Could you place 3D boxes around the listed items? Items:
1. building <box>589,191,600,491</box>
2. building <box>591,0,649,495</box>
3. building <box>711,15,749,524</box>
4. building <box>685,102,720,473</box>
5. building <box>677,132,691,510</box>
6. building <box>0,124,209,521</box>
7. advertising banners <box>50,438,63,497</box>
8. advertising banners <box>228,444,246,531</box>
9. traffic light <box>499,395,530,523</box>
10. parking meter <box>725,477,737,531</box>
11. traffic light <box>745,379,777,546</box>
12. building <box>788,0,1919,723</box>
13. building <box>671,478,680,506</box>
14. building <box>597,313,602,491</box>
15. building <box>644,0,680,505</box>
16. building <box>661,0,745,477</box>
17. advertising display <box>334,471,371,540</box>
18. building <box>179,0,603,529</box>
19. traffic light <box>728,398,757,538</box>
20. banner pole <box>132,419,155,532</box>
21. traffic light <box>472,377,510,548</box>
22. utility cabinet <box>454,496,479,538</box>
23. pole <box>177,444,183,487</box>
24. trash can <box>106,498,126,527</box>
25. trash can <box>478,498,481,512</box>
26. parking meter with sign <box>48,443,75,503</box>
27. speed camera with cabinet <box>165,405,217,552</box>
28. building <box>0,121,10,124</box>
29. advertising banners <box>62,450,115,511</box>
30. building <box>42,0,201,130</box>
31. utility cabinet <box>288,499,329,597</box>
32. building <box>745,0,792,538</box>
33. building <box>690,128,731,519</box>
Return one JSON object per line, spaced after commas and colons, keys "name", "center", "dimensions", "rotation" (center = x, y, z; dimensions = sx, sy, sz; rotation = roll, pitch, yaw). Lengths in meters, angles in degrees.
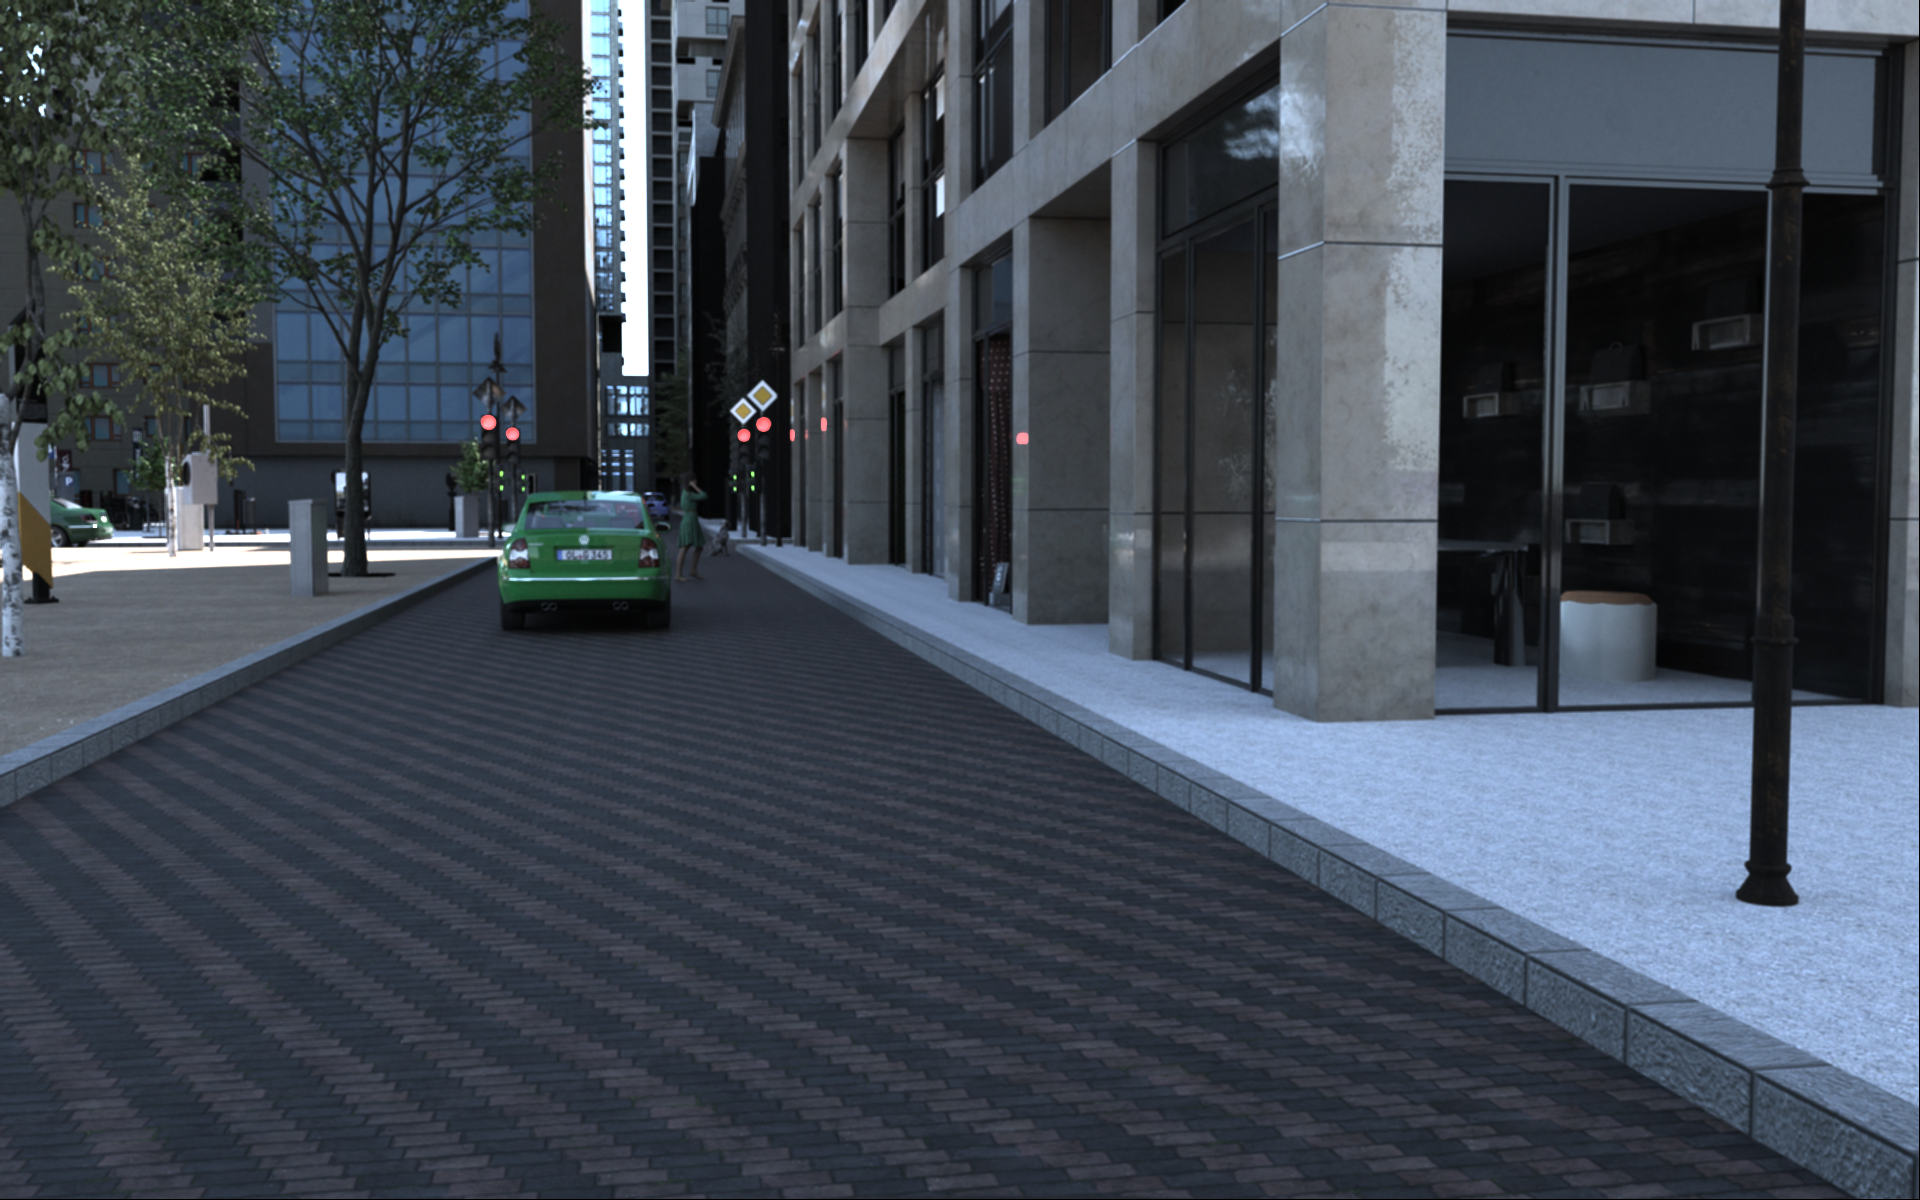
{"name": "building", "center": [-40.234, -23.580, 157.238], "dimensions": [14.160, 30.474, 14.107], "rotation": [-1, 4, -10]}
{"name": "building", "center": [-54.258, -54.988, 211.731], "dimensions": [31.000, 86.520, 22.319], "rotation": [-1, 4, -10]}
{"name": "building", "center": [-5.367, -15.322, 79.401], "dimensions": [11.050, 23.489, 19.941], "rotation": [-1, 4, -10]}
{"name": "building", "center": [-11.864, -18.198, 115.558], "dimensions": [12.078, 24.808, 19.932], "rotation": [-1, 4, -10]}
{"name": "building", "center": [-16.089, -22.674, 142.423], "dimensions": [14.160, 30.474, 14.107], "rotation": [-1, 4, -10]}
{"name": "building", "center": [-36.093, -15.436, 97.414], "dimensions": [27.650, 21.520, 28.899], "rotation": [-1, 4, -10]}
{"name": "advertising banners", "center": [-28.437, -3.557, 54.353], "dimensions": [0.090, 3.025, 2.074], "rotation": [-2, 4, -34]}
{"name": "advertising banners", "center": [-25.519, -3.970, 61.103], "dimensions": [0.090, 3.025, 2.074], "rotation": [-1, 4, -9]}
{"name": "traffic light", "center": [-12.673, -3.692, 49.280], "dimensions": [0.839, 4.253, 0.868], "rotation": [-1, 4, -10]}
{"name": "parking meter", "center": [-7.960, -3.337, 60.265], "dimensions": [0.255, 1.863, 0.399], "rotation": [3, 4, 36]}
{"name": "traffic light", "center": [-4.866, -3.284, 42.619], "dimensions": [0.839, 4.253, 0.868], "rotation": [-1, 4, -10]}
{"name": "building", "center": [8.350, -13.628, 27.339], "dimensions": [19.350, 26.468, 34.151], "rotation": [-1, 4, -10]}
{"name": "building", "center": [-15.475, -30.471, 190.089], "dimensions": [32.217, 40.220, 23.993], "rotation": [-1, 4, -10]}
{"name": "building", "center": [-52.829, -20.639, 182.488], "dimensions": [28.899, 21.520, 27.650], "rotation": [-1, 4, -10]}
{"name": "building", "center": [-28.852, -47.612, 216.716], "dimensions": [20.611, 71.187, 20.563], "rotation": [-1, 4, -10]}
{"name": "building", "center": [-13.306, -35.152, 163.974], "dimensions": [28.713, 52.752, 27.495], "rotation": [-1, 4, -10]}
{"name": "advertising display", "center": [-17.064, -2.658, 48.679], "dimensions": [0.974, 1.923, 0.123], "rotation": [0, 4, 0]}
{"name": "building", "center": [-22.006, -25.638, 69.297], "dimensions": [14.600, 45.320, 14.200], "rotation": [-1, 4, -10]}
{"name": "traffic light", "center": [-6.323, -3.765, 50.470], "dimensions": [0.839, 4.253, 0.868], "rotation": [-1, 4, -10]}
{"name": "banner pole", "center": [-27.252, -4.139, 57.693], "dimensions": [0.401, 3.779, 0.863], "rotation": [1, 4, 14]}
{"name": "traffic light", "center": [-11.216, -3.211, 41.428], "dimensions": [0.839, 4.253, 0.868], "rotation": [-1, 4, -10]}
{"name": "utility cabinet", "center": [-14.532, -2.438, 51.022], "dimensions": [0.306, 1.237, 1.020], "rotation": [1, 4, 9]}
{"name": "pole", "center": [-31.553, -4.668, 70.168], "dimensions": [0.158, 3.312, 0.155], "rotation": [0, 3, 0]}
{"name": "trash can", "center": [-33.289, -3.468, 68.351], "dimensions": [0.748, 1.137, 0.748], "rotation": [0, 3, 0]}
{"name": "trash can", "center": [-15.954, -2.732, 56.320], "dimensions": [0.748, 1.137, 0.748], "rotation": [0, 3, 0]}
{"name": "parking meter with sign", "center": [-30.224, -3.796, 58.332], "dimensions": [1.738, 3.016, 0.543], "rotation": [2, 4, 30]}
{"name": "speed camera with cabinet", "center": [-17.243, -2.719, 38.794], "dimensions": [0.660, 3.252, 2.038], "rotation": [-3, 5, -40]}
{"name": "building", "center": [-111.250, -33.621, 199.808], "dimensions": [14.200, 45.320, 14.600], "rotation": [-1, 4, -10]}
{"name": "advertising banners", "center": [-34.885, -4.463, 69.162], "dimensions": [2.074, 3.025, 0.090], "rotation": [-3, 5, -43]}
{"name": "building", "center": [-94.227, -46.896, 204.998], "dimensions": [20.611, 71.187, 20.563], "rotation": [-1, 4, -10]}
{"name": "utility cabinet", "center": [-8.292, -0.666, 22.046], "dimensions": [0.306, 1.237, 1.020], "rotation": [-1, 4, -10]}
{"name": "building", "center": [1.303, -13.899, 56.927], "dimensions": [15.834, 23.373, 12.332], "rotation": [-1, 4, -10]}
{"name": "building", "center": [-8.739, -16.413, 98.026], "dimensions": [12.332, 23.373, 15.834], "rotation": [-1, 4, -10]}
